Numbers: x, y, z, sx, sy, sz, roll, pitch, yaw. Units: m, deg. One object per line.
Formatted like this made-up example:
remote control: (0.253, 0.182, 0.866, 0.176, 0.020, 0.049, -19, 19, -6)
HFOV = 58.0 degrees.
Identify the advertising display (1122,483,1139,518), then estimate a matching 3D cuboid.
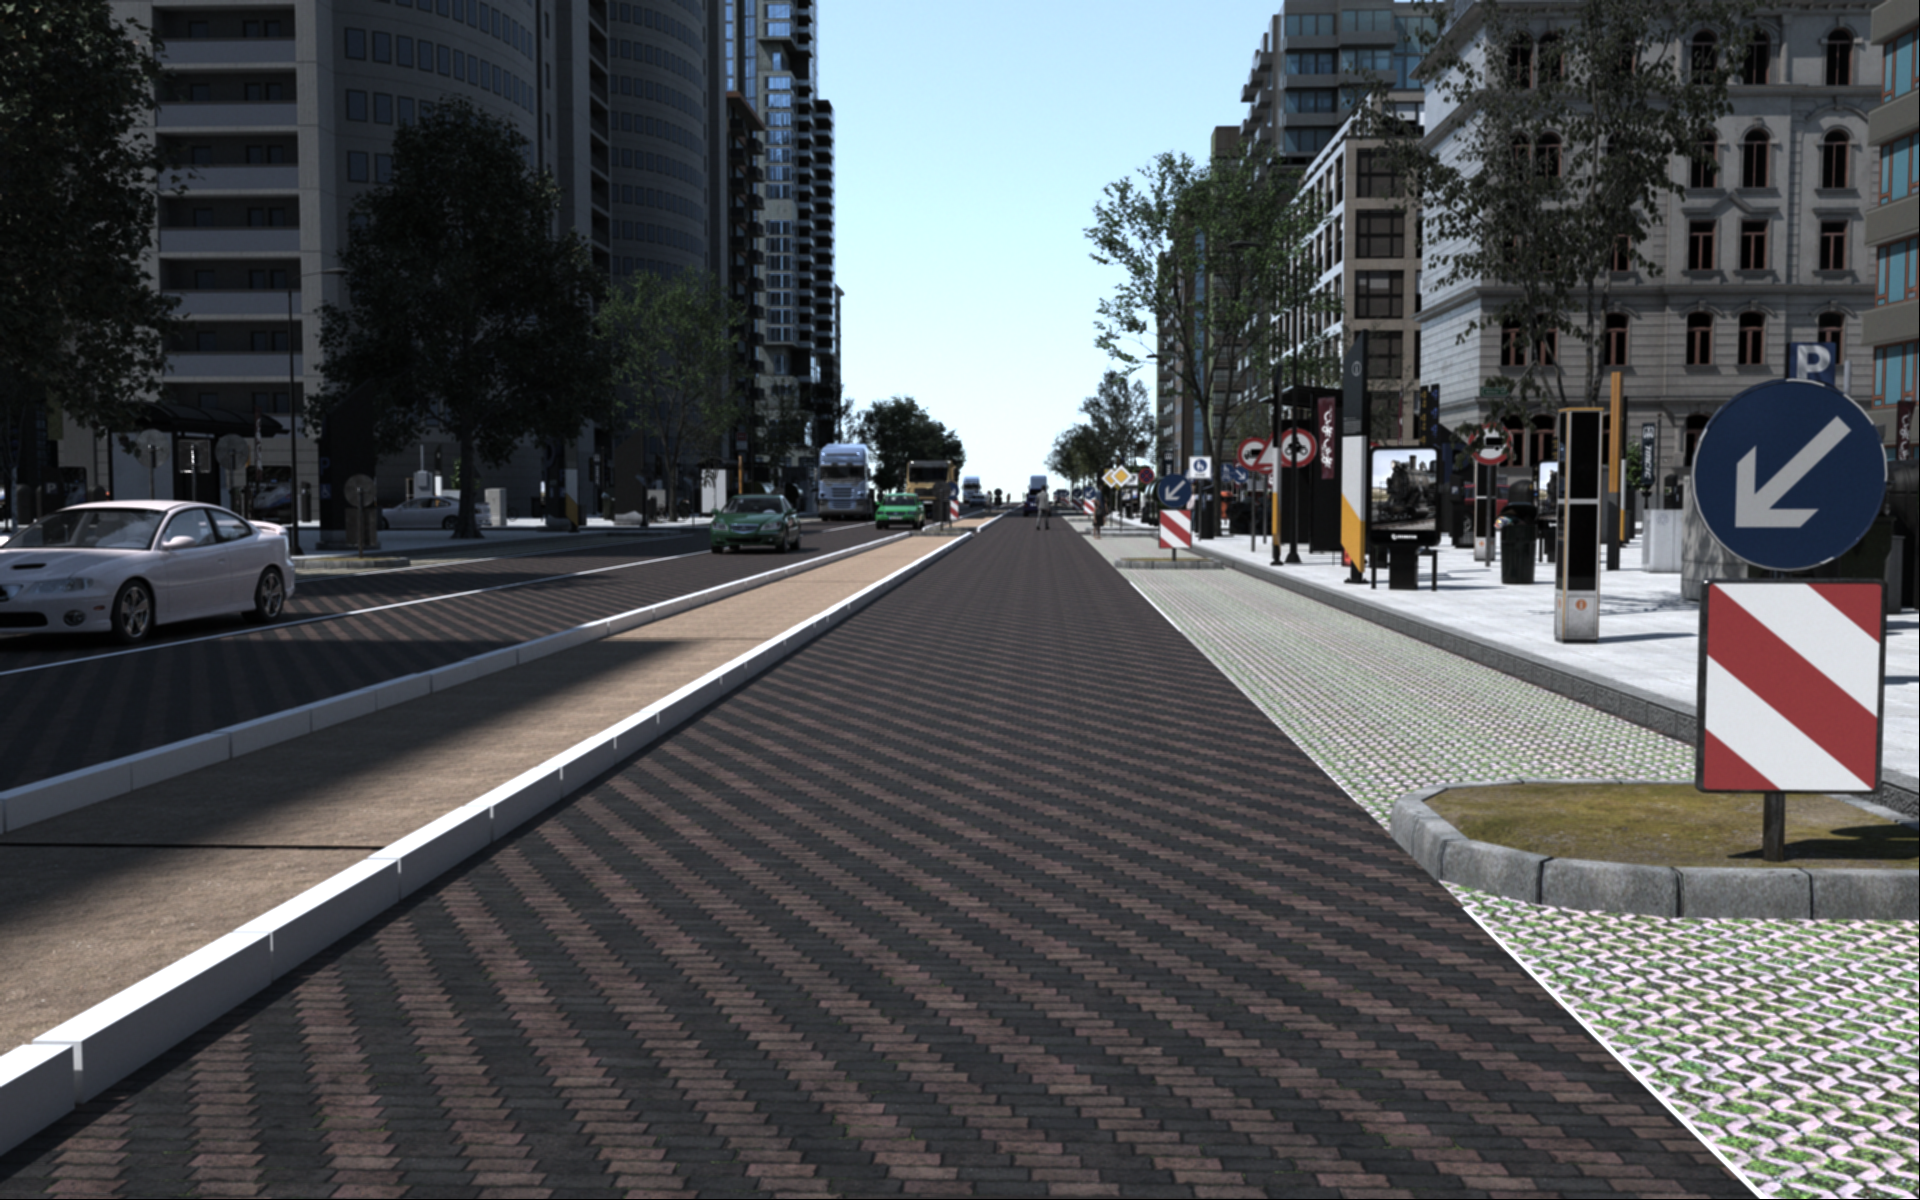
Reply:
advertising display: (9.089, -5.357, 92.797, 0.974, 1.923, 0.123, 1, 4, 21)

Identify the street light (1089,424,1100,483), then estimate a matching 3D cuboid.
street light: (9.454, -8.717, 115.061, 1.470, 5.913, 1.316, 0, 4, 3)

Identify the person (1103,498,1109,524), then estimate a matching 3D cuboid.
person: (6.838, -4.159, 81.161, 0.373, 1.253, 0.362, 0, 4, -6)

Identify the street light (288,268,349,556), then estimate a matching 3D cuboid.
street light: (-13.276, -3.871, 35.828, 1.470, 5.913, 1.316, 0, 4, 3)

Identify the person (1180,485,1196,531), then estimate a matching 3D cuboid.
person: (8.071, -3.162, 60.875, 0.731, 1.740, 0.598, 0, 4, 5)

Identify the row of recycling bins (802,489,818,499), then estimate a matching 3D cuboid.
row of recycling bins: (-11.459, -7.633, 131.910, 3.534, 1.692, 1.069, -2, 4, -28)

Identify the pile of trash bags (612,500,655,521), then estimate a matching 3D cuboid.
pile of trash bags: (-15.528, -4.393, 81.585, 1.912, 1.369, 3.447, 0, 4, 4)

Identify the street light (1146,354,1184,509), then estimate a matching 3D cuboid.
street light: (6.880, -5.211, 57.737, 1.470, 5.913, 1.316, 0, 4, 3)

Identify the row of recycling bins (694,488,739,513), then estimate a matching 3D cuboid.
row of recycling bins: (-16.259, -6.705, 116.747, 3.534, 1.692, 1.069, -2, 4, -29)

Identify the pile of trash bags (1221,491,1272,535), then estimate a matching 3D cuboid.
pile of trash bags: (9.311, -2.801, 55.552, 1.912, 1.369, 3.447, -2, 4, -27)

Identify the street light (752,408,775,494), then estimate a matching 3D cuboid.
street light: (-10.634, -7.389, 93.354, 1.470, 5.913, 1.316, 0, 4, 3)

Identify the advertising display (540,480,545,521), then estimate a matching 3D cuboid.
advertising display: (-19.151, -4.635, 80.999, 0.974, 1.923, 0.123, 0, 4, 4)

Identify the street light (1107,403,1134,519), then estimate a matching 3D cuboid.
street light: (8.235, -7.104, 88.691, 1.470, 5.913, 1.316, 0, 4, 3)

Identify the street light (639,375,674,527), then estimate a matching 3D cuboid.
street light: (-11.827, -5.812, 67.566, 1.470, 5.913, 1.316, 0, 4, 3)

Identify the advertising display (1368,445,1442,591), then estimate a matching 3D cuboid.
advertising display: (5.941, -1.097, 23.150, 0.974, 1.923, 0.123, 3, 4, 37)

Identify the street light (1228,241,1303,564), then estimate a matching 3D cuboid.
street light: (5.630, -3.634, 31.952, 1.470, 5.913, 1.316, 0, 4, 3)

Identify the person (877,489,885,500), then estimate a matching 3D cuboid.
person: (-6.525, -8.337, 144.770, 1.348, 1.831, 0.705, 3, 5, 43)

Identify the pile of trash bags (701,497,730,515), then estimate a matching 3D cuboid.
pile of trash bags: (-14.745, -5.789, 104.397, 1.912, 1.369, 3.447, -1, 4, -21)

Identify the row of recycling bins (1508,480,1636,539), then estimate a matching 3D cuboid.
row of recycling bins: (17.536, -2.608, 49.748, 3.534, 1.692, 1.069, 0, 4, 2)

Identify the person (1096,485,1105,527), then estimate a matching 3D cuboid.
person: (5.725, -3.783, 70.542, 0.419, 1.800, 0.721, -1, 4, -8)

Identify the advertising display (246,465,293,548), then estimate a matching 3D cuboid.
advertising display: (-15.616, -2.079, 39.209, 0.974, 1.923, 0.123, -2, 4, -30)

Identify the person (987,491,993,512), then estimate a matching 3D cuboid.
person: (2.320, -7.751, 136.227, 0.522, 1.701, 0.512, -2, 4, -24)

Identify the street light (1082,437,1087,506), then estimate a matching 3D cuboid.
street light: (10.624, -10.294, 140.849, 1.470, 5.913, 1.316, 0, 4, 3)

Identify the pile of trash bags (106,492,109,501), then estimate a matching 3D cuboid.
pile of trash bags: (-69.382, -8.144, 142.912, 1.912, 1.369, 3.447, 3, 5, 41)

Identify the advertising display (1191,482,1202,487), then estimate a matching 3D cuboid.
advertising display: (12.600, -5.406, 93.598, 0.974, 1.923, 0.123, -1, 4, -10)

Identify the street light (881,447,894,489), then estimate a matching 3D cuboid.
street light: (-7.145, -12.058, 169.692, 1.470, 5.913, 1.316, 0, 4, 3)

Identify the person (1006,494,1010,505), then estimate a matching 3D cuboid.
person: (6.513, -13.712, 235.957, 1.065, 1.426, 0.557, 3, 5, 45)

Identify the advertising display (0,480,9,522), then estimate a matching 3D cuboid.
advertising display: (-44.498, -4.588, 80.227, 0.974, 1.923, 0.123, 1, 4, 16)

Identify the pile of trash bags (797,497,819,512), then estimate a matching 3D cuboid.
pile of trash bags: (-11.142, -6.994, 124.107, 1.912, 1.369, 3.447, 1, 4, 18)

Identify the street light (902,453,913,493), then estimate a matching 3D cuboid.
street light: (-5.954, -13.642, 195.581, 1.470, 5.913, 1.316, 0, 4, 3)

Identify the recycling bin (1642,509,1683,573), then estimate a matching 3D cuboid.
recycling bin: (11.608, -0.966, 28.342, 0.722, 1.027, 0.722, 1, 4, 10)

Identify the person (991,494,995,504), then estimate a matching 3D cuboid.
person: (4.694, -15.461, 261.989, 1.217, 1.736, 0.721, -1, 4, -12)

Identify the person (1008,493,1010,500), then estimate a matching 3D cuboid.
person: (7.781, -16.032, 272.096, 0.415, 1.643, 0.593, -1, 4, -16)

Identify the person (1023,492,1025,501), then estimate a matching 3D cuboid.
person: (10.434, -16.617, 281.009, 0.721, 1.723, 1.217, 0, 4, 1)

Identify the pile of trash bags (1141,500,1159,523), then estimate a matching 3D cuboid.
pile of trash bags: (9.616, -4.076, 76.403, 3.447, 1.369, 1.912, 1, 4, 15)

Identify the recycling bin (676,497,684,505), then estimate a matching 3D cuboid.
recycling bin: (-21.265, -7.242, 130.964, 0.722, 1.027, 0.722, -3, 5, -42)

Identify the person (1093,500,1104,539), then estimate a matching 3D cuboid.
person: (4.399, -2.553, 54.913, 0.362, 1.253, 0.373, -2, 4, -27)

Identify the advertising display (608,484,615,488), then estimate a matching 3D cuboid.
advertising display: (-23.251, -6.766, 115.842, 0.123, 1.923, 0.974, 3, 5, 43)

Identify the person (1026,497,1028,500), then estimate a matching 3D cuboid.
person: (10.342, -15.717, 266.945, 0.415, 1.643, 0.593, 2, 4, 26)

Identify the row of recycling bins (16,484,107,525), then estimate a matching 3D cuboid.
row of recycling bins: (-37.362, -3.961, 71.869, 3.534, 1.692, 1.069, -1, 4, -22)

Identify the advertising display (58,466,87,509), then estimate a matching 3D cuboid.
advertising display: (-20.898, -2.178, 40.829, 0.123, 1.923, 0.974, 0, 4, 4)

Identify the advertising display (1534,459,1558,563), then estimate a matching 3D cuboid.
advertising display: (11.101, -1.650, 32.196, 0.123, 1.923, 0.974, -1, 4, -22)

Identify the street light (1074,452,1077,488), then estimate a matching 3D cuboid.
street light: (11.844, -11.795, 165.389, 1.470, 5.913, 1.316, 0, 4, 3)

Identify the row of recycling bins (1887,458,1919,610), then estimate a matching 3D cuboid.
row of recycling bins: (11.182, -0.809, 20.332, 1.069, 1.692, 3.534, 1, 4, 10)

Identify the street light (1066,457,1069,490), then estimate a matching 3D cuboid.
street light: (14.114, -14.993, 217.668, 1.470, 5.913, 1.316, 0, 4, 3)

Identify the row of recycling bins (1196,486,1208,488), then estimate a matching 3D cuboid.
row of recycling bins: (11.848, -5.111, 90.673, 3.534, 1.692, 1.069, -2, 4, -23)

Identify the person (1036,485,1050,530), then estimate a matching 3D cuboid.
person: (3.317, -3.711, 69.443, 0.678, 1.792, 0.850, 2, 4, 29)

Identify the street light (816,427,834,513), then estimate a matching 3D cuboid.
street light: (-9.404, -9.022, 120.043, 1.470, 5.913, 1.316, 0, 4, 3)

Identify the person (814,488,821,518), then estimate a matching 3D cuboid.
person: (-8.472, -5.829, 104.206, 0.661, 1.777, 0.834, 1, 4, 21)

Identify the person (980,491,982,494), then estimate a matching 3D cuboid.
person: (2.904, -14.166, 240.106, 0.705, 1.826, 1.348, -1, 4, -21)

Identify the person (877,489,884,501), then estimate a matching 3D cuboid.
person: (-5.671, -7.033, 123.834, 0.599, 1.781, 0.374, 0, 4, -6)

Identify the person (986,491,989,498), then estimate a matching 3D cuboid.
person: (3.740, -13.384, 227.192, 0.599, 1.838, 0.709, -1, 4, -19)

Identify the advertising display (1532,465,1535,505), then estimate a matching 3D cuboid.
advertising display: (12.592, -1.928, 36.737, 0.123, 1.923, 0.974, -3, 5, -40)

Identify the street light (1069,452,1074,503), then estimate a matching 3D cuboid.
street light: (13.030, -13.372, 191.177, 1.470, 5.913, 1.316, 0, 4, 3)
